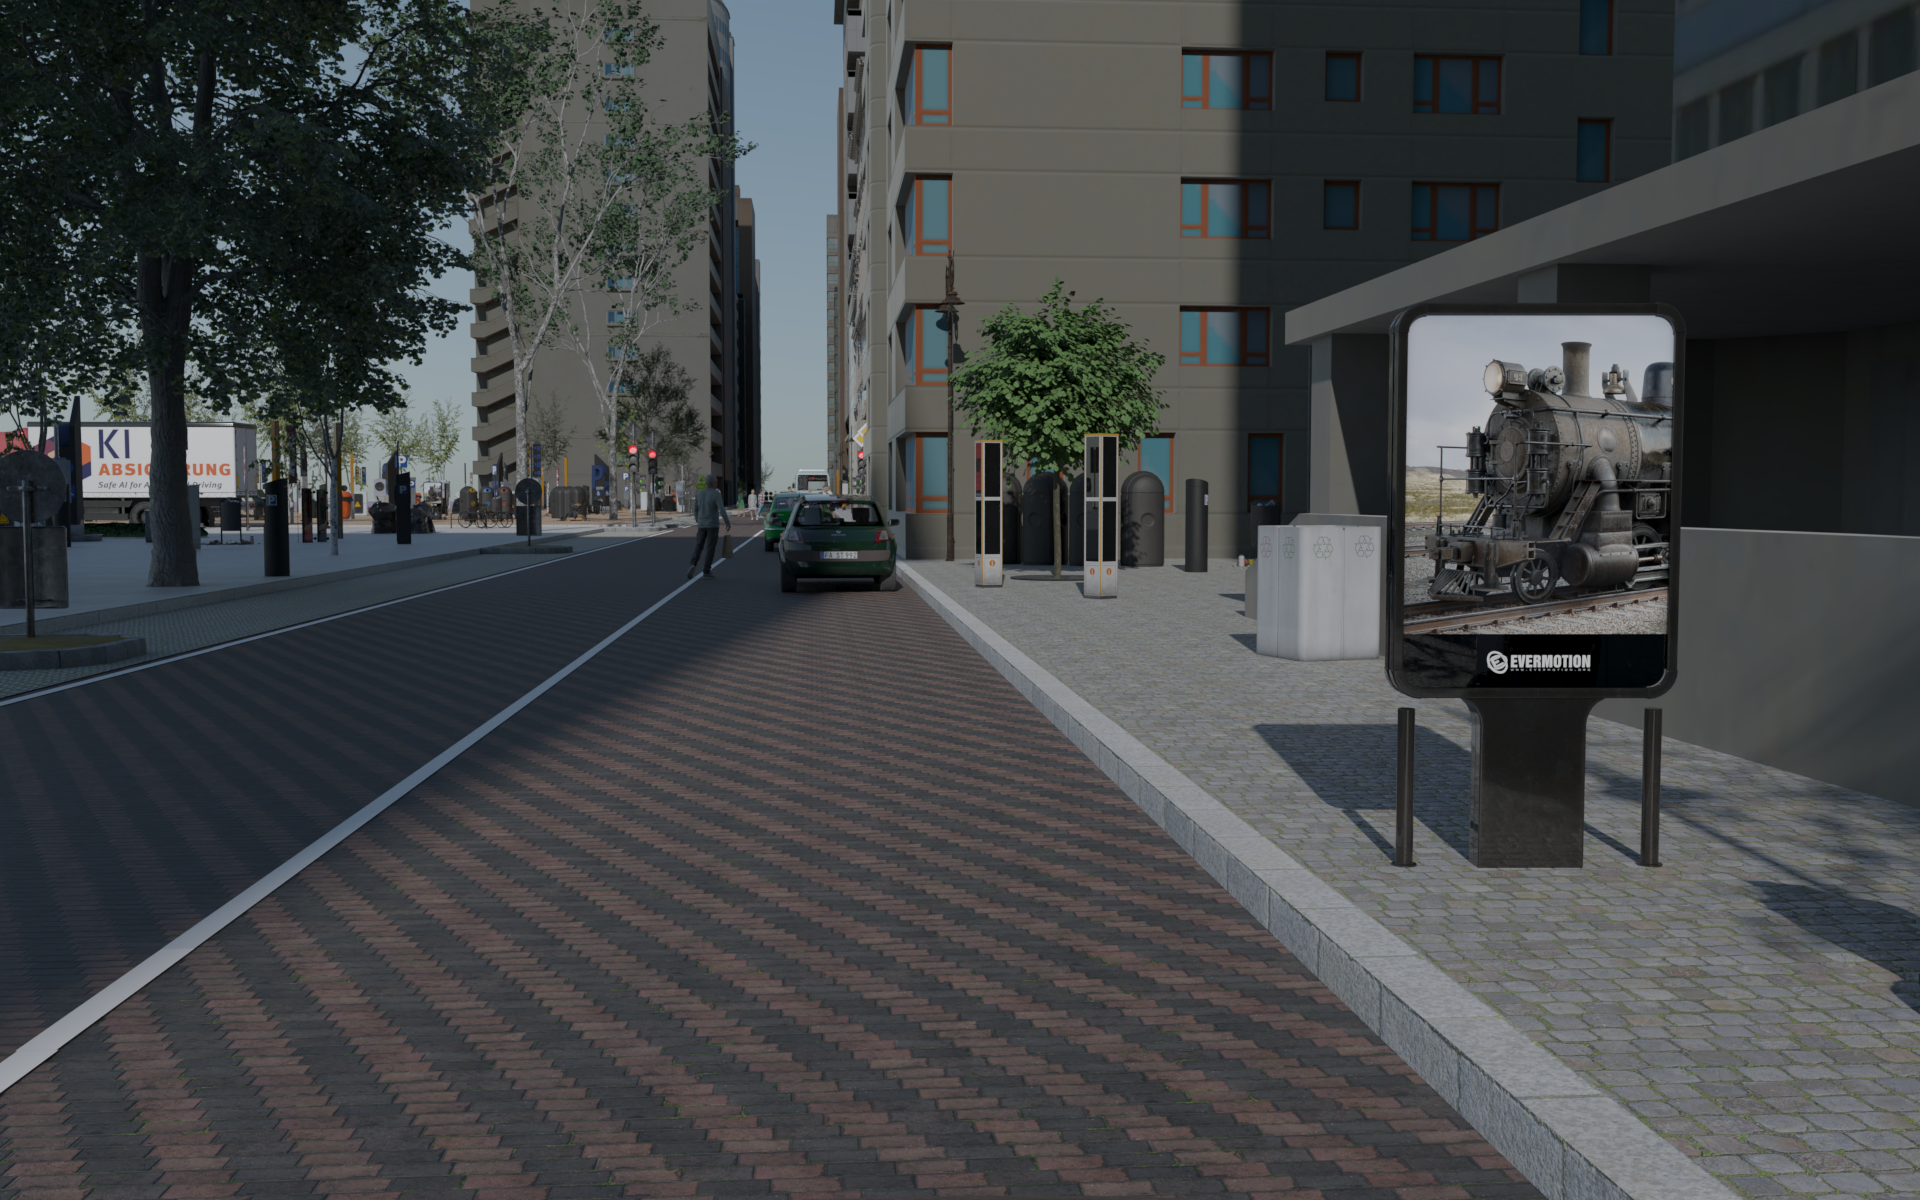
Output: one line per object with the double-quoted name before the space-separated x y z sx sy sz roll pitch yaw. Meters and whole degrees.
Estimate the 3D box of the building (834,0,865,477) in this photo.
"building" 2.415 -35.381 167.716 28.713 52.752 27.495 0 4 -5

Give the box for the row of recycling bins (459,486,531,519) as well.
"row of recycling bins" -23.877 -5.007 88.970 3.534 1.692 1.069 -1 4 -20

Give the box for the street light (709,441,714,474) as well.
"street light" -21.713 -10.925 151.406 0.468 5.910 1.993 0 4 -5

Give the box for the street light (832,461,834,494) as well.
"street light" -13.654 -13.373 191.434 0.468 5.910 1.993 0 4 -5

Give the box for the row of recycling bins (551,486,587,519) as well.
"row of recycling bins" -20.438 -5.087 90.291 1.069 1.692 3.534 -2 4 -33

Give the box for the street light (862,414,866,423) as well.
"street light" -4.382 -6.659 81.660 0.468 5.910 1.993 0 4 -5

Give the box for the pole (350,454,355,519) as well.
"pole" -30.952 -5.771 88.201 0.158 3.312 0.155 0 3 0

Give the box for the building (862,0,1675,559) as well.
"building" 11.495 -12.464 48.831 27.650 21.520 28.899 0 4 -5

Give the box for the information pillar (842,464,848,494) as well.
"information pillar" -9.084 -8.905 136.947 0.504 3.616 0.183 2 4 28

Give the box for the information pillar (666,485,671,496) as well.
"information pillar" -23.027 -8.095 136.848 0.304 2.012 0.304 3 5 42

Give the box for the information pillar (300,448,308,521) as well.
"information pillar" -30.931 -5.523 81.659 0.183 3.616 0.504 1 4 12

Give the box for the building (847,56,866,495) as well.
"building" 0.175 -18.352 97.326 12.463 27.353 25.104 0 4 -5

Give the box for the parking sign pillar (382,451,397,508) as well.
"parking sign pillar" -35.281 -7.257 107.129 1.447 3.967 1.447 0 4 7

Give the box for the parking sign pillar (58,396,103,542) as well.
"parking sign pillar" -24.055 -3.570 46.847 1.447 3.967 1.447 -1 4 -20

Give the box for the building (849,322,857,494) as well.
"building" -3.738 -17.589 142.324 10.420 20.320 16.860 0 4 -5

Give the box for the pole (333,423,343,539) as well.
"pole" -17.853 -3.418 49.725 0.158 3.312 0.155 0 3 0

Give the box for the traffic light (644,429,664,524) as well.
"traffic light" -13.165 -5.229 74.408 0.839 4.253 0.868 0 4 -5

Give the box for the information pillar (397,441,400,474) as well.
"information pillar" -24.553 -5.161 75.731 0.183 3.616 0.504 -1 4 -15

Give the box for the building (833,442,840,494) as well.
"building" -4.138 -54.863 209.685 22.319 86.520 31.000 0 4 -5

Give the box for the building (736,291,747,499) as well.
"building" -36.895 -28.592 239.176 14.160 30.474 14.107 0 4 -5

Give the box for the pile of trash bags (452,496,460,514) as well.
"pile of trash bags" -33.339 -6.183 110.850 3.447 1.369 1.912 0 4 -3

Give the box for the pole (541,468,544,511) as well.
"pole" -32.295 -8.573 134.015 0.158 3.312 0.155 0 3 0

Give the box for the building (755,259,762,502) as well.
"building" -40.890 -37.255 292.713 14.154 41.232 14.086 0 4 -5

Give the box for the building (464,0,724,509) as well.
"building" -33.231 -32.768 159.455 21.300 48.544 21.600 0 4 -5

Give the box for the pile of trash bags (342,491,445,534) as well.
"pile of trash bags" -18.902 -2.875 56.761 3.447 1.369 1.912 1 4 9

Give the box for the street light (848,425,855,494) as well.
"street light" -7.238 -8.753 115.905 0.468 5.910 1.993 0 4 -5

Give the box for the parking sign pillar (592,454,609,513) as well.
"parking sign pillar" -24.097 -7.806 116.102 1.447 3.967 1.447 3 4 36

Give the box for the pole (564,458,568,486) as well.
"pole" -21.948 -6.283 96.564 0.158 3.312 0.155 0 3 0

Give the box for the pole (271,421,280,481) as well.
"pole" -19.042 -3.327 48.241 0.158 3.312 0.155 0 3 0

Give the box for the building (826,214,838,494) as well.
"building" -12.576 -34.967 255.308 14.154 41.232 14.086 0 4 -5

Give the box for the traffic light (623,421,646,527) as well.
"traffic light" -12.493 -4.742 66.451 0.839 4.253 0.868 0 4 -5

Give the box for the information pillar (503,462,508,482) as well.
"information pillar" -33.085 -8.248 126.206 0.504 3.616 0.183 3 5 43

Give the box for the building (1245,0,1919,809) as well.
"building" 19.608 -19.537 11.309 32.217 40.220 23.993 0 4 -5

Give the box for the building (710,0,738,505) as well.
"building" -36.921 -40.167 198.729 21.231 58.520 28.212 0 4 -5

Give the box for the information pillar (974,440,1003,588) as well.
"information pillar" 0.392 -1.180 23.779 0.304 2.012 0.304 -1 4 -20

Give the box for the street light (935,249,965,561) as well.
"street light" -0.196 -3.680 32.952 0.468 5.910 1.993 0 4 -5

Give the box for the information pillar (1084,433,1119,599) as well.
"information pillar" 1.729 -1.022 21.210 0.304 2.012 0.304 -3 4 -39

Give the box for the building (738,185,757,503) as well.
"building" -37.083 -36.933 253.959 14.600 45.320 14.200 0 4 -5

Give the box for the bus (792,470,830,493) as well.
"bus" -11.760 -8.686 136.871 2.948 3.499 13.247 0 4 -6

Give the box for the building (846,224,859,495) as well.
"building" -1.140 -17.138 122.003 13.314 21.916 24.055 0 4 -5

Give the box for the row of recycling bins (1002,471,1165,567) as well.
"row of recycling bins" 2.003 -1.482 31.337 3.534 1.692 1.069 2 4 24

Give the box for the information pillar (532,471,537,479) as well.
"information pillar" -36.197 -9.566 147.756 0.504 3.616 0.183 -1 4 -18

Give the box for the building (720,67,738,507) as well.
"building" -30.931 -32.311 178.394 14.600 45.320 14.200 0 4 -5

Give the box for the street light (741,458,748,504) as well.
"street light" -27.591 -15.122 220.039 0.468 5.910 1.993 0 4 -5

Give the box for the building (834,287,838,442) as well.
"building" -10.541 -28.745 241.687 14.160 30.474 14.107 0 4 -5

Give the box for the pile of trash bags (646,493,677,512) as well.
"pile of trash bags" -21.523 -7.166 126.921 1.912 1.369 3.447 1 4 17

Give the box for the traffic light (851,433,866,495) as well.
"traffic light" -4.286 -5.275 75.171 0.839 4.253 0.868 0 4 -5

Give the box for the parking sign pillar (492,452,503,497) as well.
"parking sign pillar" -29.667 -7.505 111.172 1.447 3.967 1.447 0 4 -2

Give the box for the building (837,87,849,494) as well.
"building" -6.257 -32.906 188.126 14.600 45.320 14.200 0 4 -5

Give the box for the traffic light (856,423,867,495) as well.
"traffic light" -3.614 -4.789 67.215 0.839 4.253 0.868 0 4 -5

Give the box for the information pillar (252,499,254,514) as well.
"information pillar" -44.398 -6.394 109.028 0.304 2.012 0.304 -2 4 -31

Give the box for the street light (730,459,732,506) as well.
"street light" -24.526 -12.995 185.249 0.468 5.910 1.993 0 4 -5

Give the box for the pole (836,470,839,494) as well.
"pole" -10.278 -9.273 145.459 0.158 3.312 0.155 0 3 0

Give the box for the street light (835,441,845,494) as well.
"street light" -10.891 -11.303 157.587 0.468 5.910 1.993 0 4 -5
